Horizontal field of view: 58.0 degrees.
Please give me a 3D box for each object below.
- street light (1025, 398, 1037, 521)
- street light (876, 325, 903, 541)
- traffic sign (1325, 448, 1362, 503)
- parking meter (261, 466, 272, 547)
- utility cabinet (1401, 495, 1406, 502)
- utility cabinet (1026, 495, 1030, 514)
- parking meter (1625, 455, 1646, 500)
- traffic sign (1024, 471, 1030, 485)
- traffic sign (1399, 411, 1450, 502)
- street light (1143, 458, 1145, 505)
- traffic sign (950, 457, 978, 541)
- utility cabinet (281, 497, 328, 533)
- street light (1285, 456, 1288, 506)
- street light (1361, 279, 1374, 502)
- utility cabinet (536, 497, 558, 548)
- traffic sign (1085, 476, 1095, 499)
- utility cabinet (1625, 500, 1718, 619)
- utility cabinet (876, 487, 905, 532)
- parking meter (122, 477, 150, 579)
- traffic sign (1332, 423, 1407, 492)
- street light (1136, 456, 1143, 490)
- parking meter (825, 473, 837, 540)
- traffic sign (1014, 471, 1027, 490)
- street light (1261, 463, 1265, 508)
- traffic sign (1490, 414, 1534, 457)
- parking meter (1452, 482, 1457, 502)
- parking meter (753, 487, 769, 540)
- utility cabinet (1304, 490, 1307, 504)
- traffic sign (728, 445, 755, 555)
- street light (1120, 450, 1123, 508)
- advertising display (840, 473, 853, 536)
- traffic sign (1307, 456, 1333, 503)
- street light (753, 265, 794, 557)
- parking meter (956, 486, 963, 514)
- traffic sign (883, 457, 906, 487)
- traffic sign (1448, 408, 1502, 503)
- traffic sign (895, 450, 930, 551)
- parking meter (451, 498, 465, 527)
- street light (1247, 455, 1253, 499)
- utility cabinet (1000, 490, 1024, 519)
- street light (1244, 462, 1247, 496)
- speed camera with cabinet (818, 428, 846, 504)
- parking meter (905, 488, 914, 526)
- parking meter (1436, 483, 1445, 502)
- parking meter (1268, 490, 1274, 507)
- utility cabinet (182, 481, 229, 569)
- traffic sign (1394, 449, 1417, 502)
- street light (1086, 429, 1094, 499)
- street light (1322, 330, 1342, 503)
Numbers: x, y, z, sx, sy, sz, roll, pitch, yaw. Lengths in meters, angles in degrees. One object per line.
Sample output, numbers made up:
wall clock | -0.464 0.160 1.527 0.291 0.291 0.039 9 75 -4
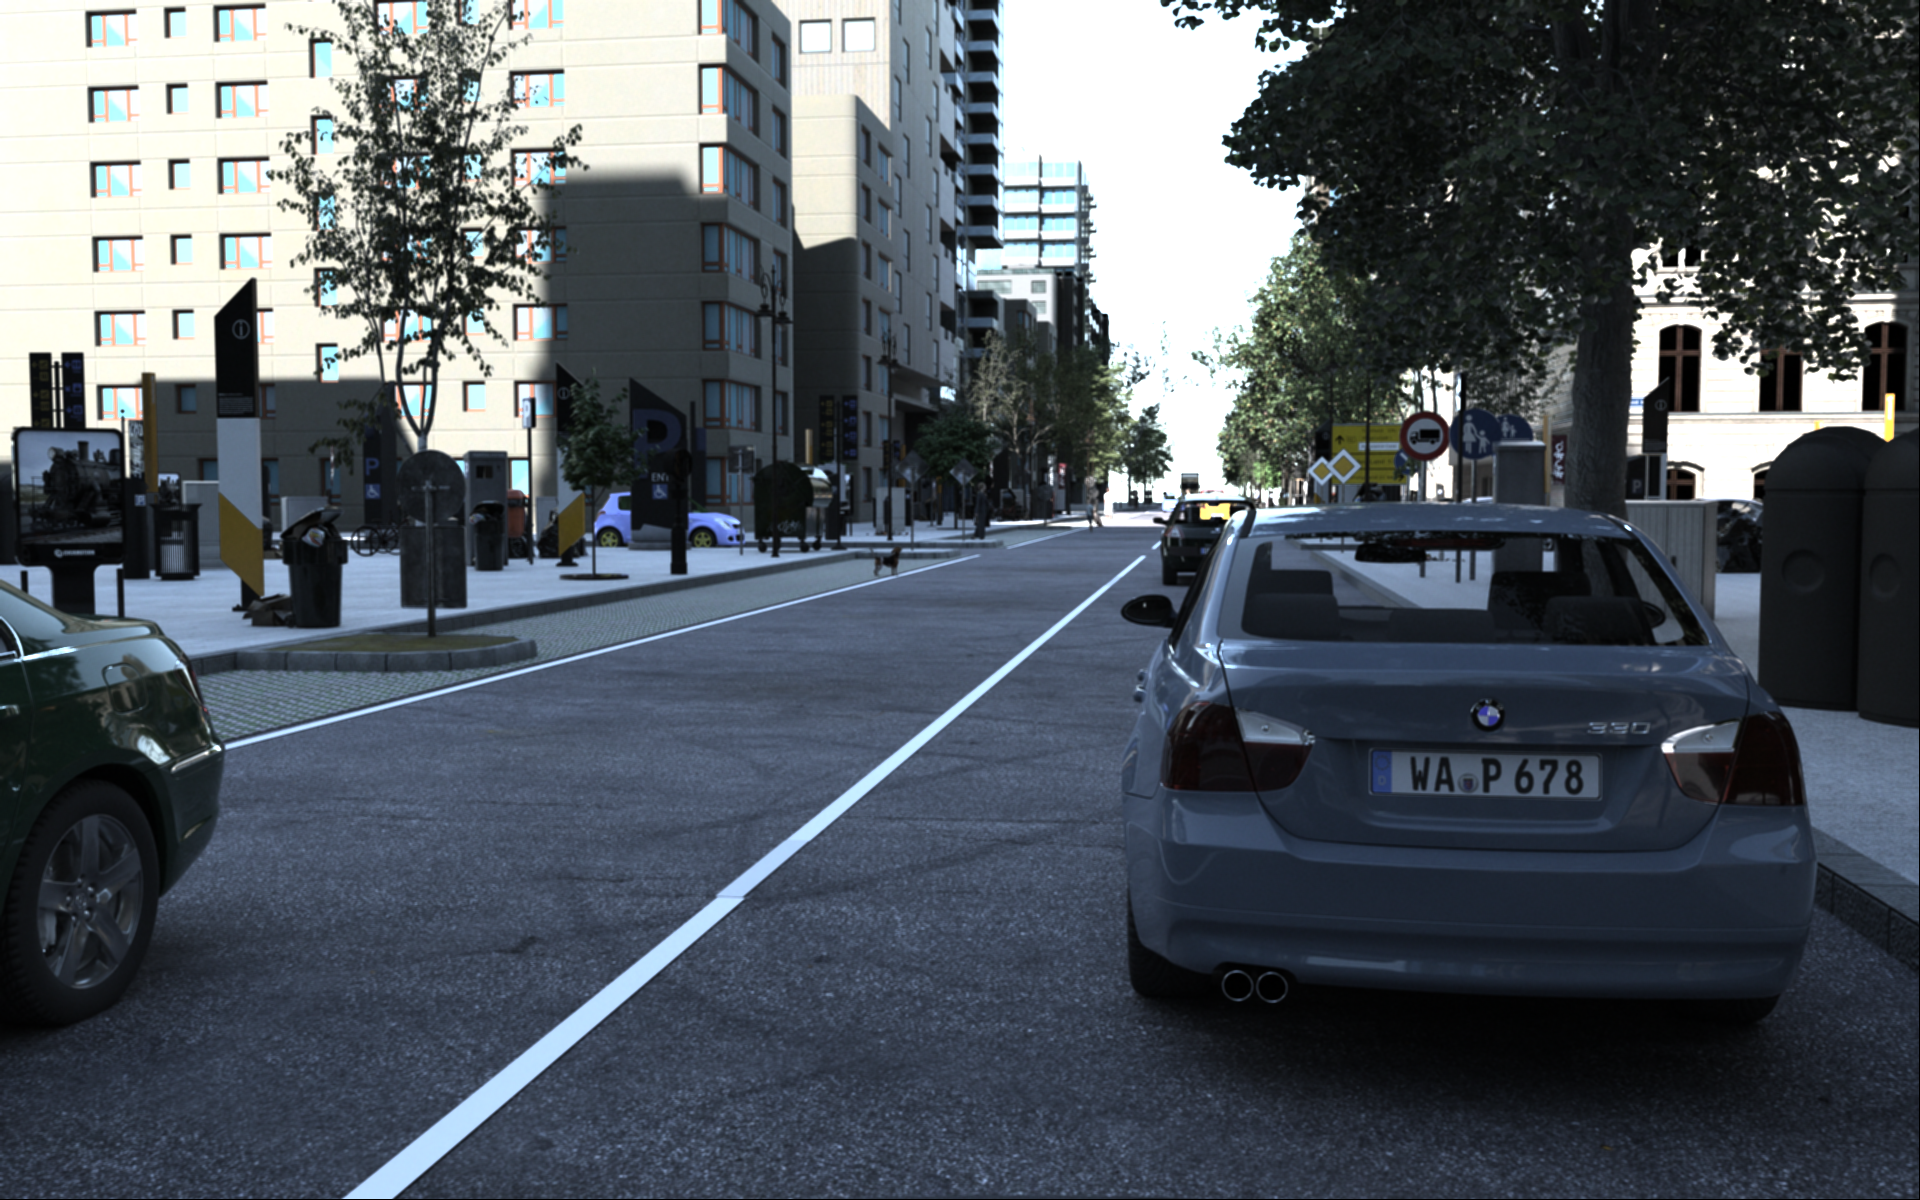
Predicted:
street light | 3.427 -6.761 83.333 0.468 5.910 1.993 1 4 8
street light | -1.936 -4.580 47.669 0.468 5.910 1.993 1 4 8
traffic sign | 8.357 -2.089 37.797 0.795 2.450 0.064 1 4 8
parking meter | -14.387 -1.838 35.768 0.255 1.863 0.399 -1 4 -15
utility cabinet | 21.085 -4.342 82.159 0.306 1.237 1.020 -2 4 -27
utility cabinet | 4.061 -5.137 95.153 1.020 1.237 0.306 -2 4 -25
parking meter | 10.045 -1.241 26.007 0.399 1.863 0.255 -2 4 -24
traffic sign | 3.594 -5.911 96.753 0.768 2.556 0.104 1 4 12
traffic sign | 7.146 -1.625 26.681 0.768 2.556 0.104 1 4 11
street light | 21.847 -14.257 205.890 0.468 5.910 1.993 1 4 8
traffic sign | 0.102 -2.659 47.122 0.795 2.450 0.064 1 4 8
utility cabinet | -15.475 -1.820 40.913 0.306 1.237 1.020 3 5 42
street light | 15.817 -6.790 83.803 0.468 5.910 1.993 1 4 8
street light | 8.795 -3.947 37.328 0.468 5.910 1.993 1 4 8
utility cabinet | -9.478 -1.818 40.880 1.020 1.237 0.306 -1 4 -15
traffic sign | 9.109 -7.425 121.504 0.768 2.556 0.104 1 4 13
utility cabinet | 7.303 -0.419 18.016 0.306 1.237 1.020 -3 5 -40
utility cabinet | -2.328 -3.009 57.872 0.318 1.500 1.173 3 4 38
parking meter | -12.466 -1.086 26.171 0.372 1.533 0.369 0 3 0
traffic sign | 11.852 -3.439 50.098 2.265 3.308 0.079 1 4 18
street light | 19.808 -13.485 193.261 0.468 5.910 1.993 1 4 8
parking meter | -3.577 -2.602 48.253 0.399 1.863 0.255 -2 4 -27
traffic sign | 3.368 -5.890 96.408 0.768 2.556 0.104 1 4 15
street light | 21.918 -9.358 125.794 0.468 5.910 1.993 1 4 8
traffic sign | 8.727 -1.684 27.636 0.768 2.556 0.104 1 4 12
parking meter | 24.774 -4.941 86.488 0.399 1.863 0.255 -2 4 -33
parking meter | -5.558 -2.614 48.450 0.399 1.863 0.255 1 4 20
utility cabinet | 19.750 -5.427 97.408 0.318 1.500 1.173 3 4 37
traffic sign | -4.597 -2.095 36.380 0.606 2.300 0.079 1 4 16
street light | 14.742 -11.369 158.668 0.468 5.910 1.993 1 4 8
advertising display | -3.658 -2.937 53.241 0.974 1.923 0.123 3 5 41
traffic sign | 9.539 -2.572 45.695 0.795 2.450 0.064 1 4 8
street light | -3.760 -3.810 35.079 0.468 5.910 1.993 1 4 8
parking meter | -0.015 -6.539 112.615 0.399 1.863 0.255 -3 4 -39
traffic sign | -2.250 -3.672 60.045 0.884 2.594 0.081 1 4 15
traffic sign | 7.654 -1.571 25.791 0.768 2.556 0.104 1 4 13
traffic sign | -1.079 -2.176 39.224 0.795 2.450 0.064 1 4 8
parking meter | -11.821 -1.986 40.878 0.372 1.533 0.369 0 3 0
street light | 27.078 -11.473 160.373 0.468 5.910 1.993 1 4 8
utility cabinet | 2.660 -4.885 88.540 1.173 1.500 0.318 0 4 1
street light | 32.335 -13.609 195.287 0.468 5.910 1.993 1 4 8
speed camera with cabinet | -4.475 -3.534 52.117 2.038 3.252 0.660 2 4 24
parking meter | -2.030 -3.712 69.096 0.372 1.533 0.369 0 3 0
parking meter | 25.685 -5.313 92.571 0.399 1.863 0.255 2 4 23
parking meter | 18.145 -5.664 101.011 0.372 1.533 0.369 0 3 0
utility cabinet | -12.621 -1.281 29.622 1.173 1.500 0.318 -2 4 -35
traffic sign | 12.052 -2.843 46.591 0.768 2.556 0.104 1 4 11
street light | 9.458 -9.206 123.307 0.468 5.910 1.993 1 4 8
street light | 10.489 -4.659 48.968 0.468 5.910 1.993 1 4 8
